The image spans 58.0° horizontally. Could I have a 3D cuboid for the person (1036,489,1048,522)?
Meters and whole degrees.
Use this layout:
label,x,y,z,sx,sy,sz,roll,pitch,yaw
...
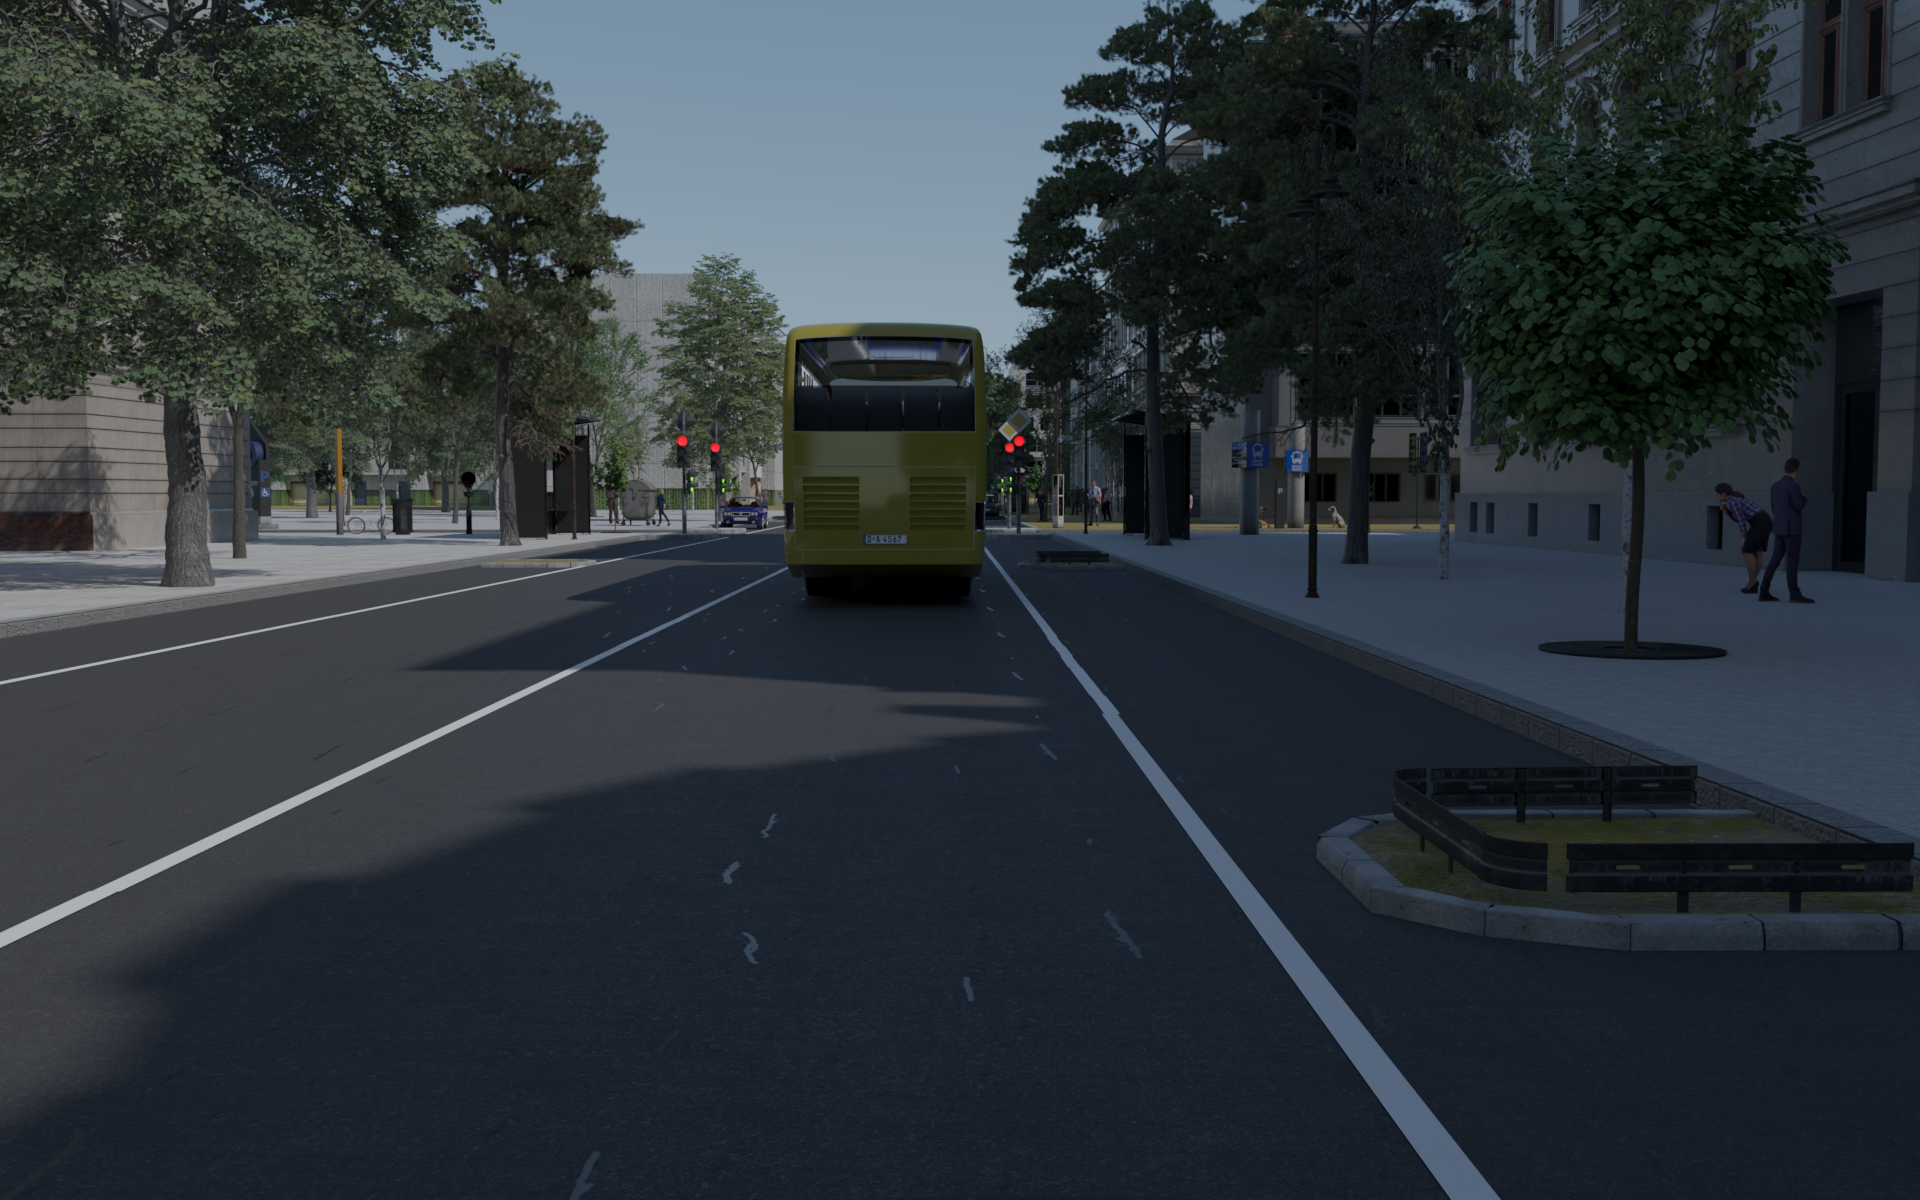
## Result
label,x,y,z,sx,sy,sz,roll,pitch,yaw
person,3.724,-4.283,78.617,0.480,1.512,0.613,3,4,36

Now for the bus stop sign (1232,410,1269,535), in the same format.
label,x,y,z,sx,sy,sz,roll,pitch,yaw
bus stop sign,9.125,-4.005,54.491,0.837,3.901,0.837,-2,4,-25

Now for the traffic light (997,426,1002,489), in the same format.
label,x,y,z,sx,sy,sz,roll,pitch,yaw
traffic light,1.803,-4.568,63.939,0.839,4.213,0.868,0,4,-1

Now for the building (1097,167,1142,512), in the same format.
label,x,y,z,sx,sy,sz,roll,pitch,yaw
building,17.276,-20.149,126.695,12.463,27.353,25.104,0,4,-1

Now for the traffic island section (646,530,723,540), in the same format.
label,x,y,z,sx,sy,sz,roll,pitch,yaw
traffic island section,-8.921,-2.060,55.968,2.009,0.180,2.903,0,4,-1

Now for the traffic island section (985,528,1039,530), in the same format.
label,x,y,z,sx,sy,sz,roll,pitch,yaw
traffic island section,1.843,-2.555,64.052,2.009,0.180,2.903,0,4,-1

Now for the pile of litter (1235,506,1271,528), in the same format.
label,x,y,z,sx,sy,sz,roll,pitch,yaw
pile of litter,11.154,-3.136,65.237,1.176,0.858,1.719,-2,4,-33

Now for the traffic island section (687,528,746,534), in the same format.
label,x,y,z,sx,sy,sz,roll,pitch,yaw
traffic island section,-8.998,-2.549,63.953,2.009,0.180,2.903,0,4,-1

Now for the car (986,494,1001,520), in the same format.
label,x,y,z,sx,sy,sz,roll,pitch,yaw
car,1.326,-5.404,98.147,2.009,1.686,4.222,0,4,-1

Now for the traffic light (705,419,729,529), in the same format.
label,x,y,z,sx,sy,sz,roll,pitch,yaw
traffic light,-8.958,-4.561,63.820,0.839,4.213,0.868,0,4,-1

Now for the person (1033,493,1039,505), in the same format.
label,x,y,z,sx,sy,sz,roll,pitch,yaw
person,9.274,-12.487,210.652,0.683,1.767,0.568,-1,4,-12

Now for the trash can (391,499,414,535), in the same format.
label,x,y,z,sx,sy,sz,roll,pitch,yaw
trash can,-17.545,-2.621,54.511,0.748,1.137,0.748,0,3,0

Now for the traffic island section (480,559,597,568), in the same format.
label,x,y,z,sx,sy,sz,roll,pitch,yaw
traffic island section,-8.384,-0.727,34.746,1.991,0.108,1.994,0,4,-1

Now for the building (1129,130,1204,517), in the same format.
label,x,y,z,sx,sy,sz,roll,pitch,yaw
building,16.271,-16.831,104.059,11.050,23.489,19.941,0,4,-1

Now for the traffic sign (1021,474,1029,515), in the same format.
label,x,y,z,sx,sy,sz,roll,pitch,yaw
traffic sign,4.176,-6.538,106.994,0.768,2.556,0.104,0,4,7

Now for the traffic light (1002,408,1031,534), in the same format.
label,x,y,z,sx,sy,sz,roll,pitch,yaw
traffic light,1.879,-4.080,55.954,0.839,4.213,0.868,0,4,-1

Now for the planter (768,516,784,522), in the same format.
label,x,y,z,sx,sy,sz,roll,pitch,yaw
planter,-8.914,-4.172,89.356,1.991,0.319,1.994,0,4,-1

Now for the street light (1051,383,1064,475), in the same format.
label,x,y,z,sx,sy,sz,roll,pitch,yaw
street light,3.903,-5.935,69.817,0.468,5.910,1.993,0,4,-1

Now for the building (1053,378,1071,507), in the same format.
label,x,y,z,sx,sy,sz,roll,pitch,yaw
building,24.085,-21.246,191.346,27.936,21.610,32.646,0,4,-1

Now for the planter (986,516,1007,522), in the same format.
label,x,y,z,sx,sy,sz,roll,pitch,yaw
planter,1.605,-4.147,88.948,1.991,0.319,1.994,0,4,-1

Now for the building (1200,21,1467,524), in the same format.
label,x,y,z,sx,sy,sz,roll,pitch,yaw
building,26.908,-15.859,78.355,30.058,24.678,14.314,0,4,-1

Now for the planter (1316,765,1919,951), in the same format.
label,x,y,z,sx,sy,sz,roll,pitch,yaw
planter,2.395,0.900,6.419,1.991,0.319,1.994,0,4,-1

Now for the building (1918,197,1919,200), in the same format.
label,x,y,z,sx,sy,sz,roll,pitch,yaw
building,18.498,-10.834,13.292,11.583,22.565,21.152,0,4,-1

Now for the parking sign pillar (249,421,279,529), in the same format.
label,x,y,z,sx,sy,sz,roll,pitch,yaw
parking sign pillar,-25.904,-4.608,63.814,1.447,3.967,1.447,3,5,43

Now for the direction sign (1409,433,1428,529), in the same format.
label,x,y,z,sx,sy,sz,roll,pitch,yaw
direction sign,16.935,-4.409,64.084,0.379,3.537,0.876,-2,4,-33

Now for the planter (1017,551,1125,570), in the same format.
label,x,y,z,sx,sy,sz,roll,pitch,yaw
planter,2.125,-0.768,33.694,1.991,0.319,1.994,0,4,-1

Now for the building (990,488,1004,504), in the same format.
label,x,y,z,sx,sy,sz,roll,pitch,yaw
building,-6.985,-17.940,235.464,28.070,9.664,9.099,0,4,-1

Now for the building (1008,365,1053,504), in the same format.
label,x,y,z,sx,sy,sz,roll,pitch,yaw
building,22.746,-22.855,240.142,31.486,18.905,16.747,0,4,-1

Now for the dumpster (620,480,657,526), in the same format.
label,x,y,z,sx,sy,sz,roll,pitch,yaw
dumpster,-13.075,-3.952,70.379,1.264,1.857,1.865,0,4,-1

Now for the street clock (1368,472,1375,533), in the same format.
label,x,y,z,sx,sy,sz,roll,pitch,yaw
street clock,13.251,-3.172,56.429,0.471,2.002,0.358,-2,4,-27

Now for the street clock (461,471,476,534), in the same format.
label,x,y,z,sx,sy,sz,roll,pitch,yaw
street clock,-15.636,-3.092,55.119,0.471,2.002,0.358,-1,4,-17

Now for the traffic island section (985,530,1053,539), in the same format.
label,x,y,z,sx,sy,sz,roll,pitch,yaw
traffic island section,1.919,-2.066,56.067,2.009,0.180,2.903,0,4,-1

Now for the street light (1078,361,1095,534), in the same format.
label,x,y,z,sx,sy,sz,roll,pitch,yaw
street light,4.048,-5.062,55.556,0.468,5.910,1.993,0,4,-1

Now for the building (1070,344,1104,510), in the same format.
label,x,y,z,sx,sy,sz,roll,pitch,yaw
building,19.645,-17.870,158.636,16.747,18.905,31.486,0,4,-1

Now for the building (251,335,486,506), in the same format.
label,x,y,z,sx,sy,sz,roll,pitch,yaw
building,-67.698,-20.274,197.936,31.486,18.905,16.747,0,4,-1

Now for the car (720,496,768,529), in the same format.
label,x,y,z,sx,sy,sz,roll,pitch,yaw
car,-8.931,-3.621,71.785,1.945,1.354,3.894,0,4,-2

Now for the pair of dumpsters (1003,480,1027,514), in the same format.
label,x,y,z,sx,sy,sz,roll,pitch,yaw
pair of dumpsters,3.654,-6.788,113.476,1.574,2.255,4.436,0,4,0

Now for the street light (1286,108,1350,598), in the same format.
label,x,y,z,sx,sy,sz,roll,pitch,yaw
street light,4.367,-2.966,21.288,0.468,5.910,1.993,0,4,-1

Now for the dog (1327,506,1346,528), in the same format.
label,x,y,z,sx,sy,sz,roll,pitch,yaw
dog,14.256,-3.095,64.986,0.513,0.831,0.800,-3,5,-40

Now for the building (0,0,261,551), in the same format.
label,x,y,z,sx,sy,sz,roll,pitch,yaw
building,-28.626,-10.912,43.044,19.286,19.102,10.561,0,4,-1

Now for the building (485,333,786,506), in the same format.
label,x,y,z,sx,sy,sz,roll,pitch,yaw
building,-36.217,-20.315,198.615,31.486,18.905,16.747,0,4,-1

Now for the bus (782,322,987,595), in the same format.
label,x,y,z,sx,sy,sz,roll,pitch,yaw
bus,-1.097,-2.194,27.423,2.896,3.916,12.252,0,4,-2

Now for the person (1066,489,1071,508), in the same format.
label,x,y,z,sx,sy,sz,roll,pitch,yaw
person,10.237,-9.630,163.580,1.350,1.814,0.705,-1,4,-21

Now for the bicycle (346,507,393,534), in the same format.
label,x,y,z,sx,sy,sz,roll,pitch,yaw
bicycle,-18.947,-2.594,55.635,1.543,0.972,0.635,-1,4,-19

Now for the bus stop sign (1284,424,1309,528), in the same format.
label,x,y,z,sx,sy,sz,roll,pitch,yaw
bus stop sign,12.597,-4.642,64.906,0.837,3.901,0.837,0,4,6

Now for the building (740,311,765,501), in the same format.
label,x,y,z,sx,sy,sz,roll,pitch,yaw
building,-28.234,-19.563,176.274,16.016,20.091,11.380,0,4,-1

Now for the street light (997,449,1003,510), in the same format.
label,x,y,z,sx,sy,sz,roll,pitch,yaw
street light,3.184,-10.102,137.951,0.468,5.910,1.993,0,4,-1

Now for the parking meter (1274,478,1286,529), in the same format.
label,x,y,z,sx,sy,sz,roll,pitch,yaw
parking meter,11.836,-3.567,64.031,0.399,1.863,0.255,0,4,2

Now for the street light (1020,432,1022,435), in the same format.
label,x,y,z,sx,sy,sz,roll,pitch,yaw
street light,3.494,-7.995,103.502,0.468,5.910,1.993,0,4,-1

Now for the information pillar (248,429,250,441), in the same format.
label,x,y,z,sx,sy,sz,roll,pitch,yaw
information pillar,-27.136,-4.651,65.417,0.750,3.857,0.750,0,4,-1

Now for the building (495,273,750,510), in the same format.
label,x,y,z,sx,sy,sz,roll,pitch,yaw
building,-28.935,-17.633,154.755,16.747,18.905,31.486,0,4,-1

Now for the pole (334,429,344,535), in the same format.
label,x,y,z,sx,sy,sz,roll,pitch,yaw
pole,-19.397,-3.685,54.091,0.158,3.312,0.155,0,3,0

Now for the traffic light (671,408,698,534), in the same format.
label,x,y,z,sx,sy,sz,roll,pitch,yaw
traffic light,-8.881,-4.073,55.835,0.839,4.213,0.868,0,4,-1

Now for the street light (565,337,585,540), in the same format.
label,x,y,z,sx,sy,sz,roll,pitch,yaw
street light,-10.897,-4.648,48.783,0.468,5.910,1.993,0,4,-1

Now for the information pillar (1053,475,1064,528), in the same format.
label,x,y,z,sx,sy,sz,roll,pitch,yaw
information pillar,3.692,-3.708,65.119,0.304,2.012,0.304,-3,5,-39

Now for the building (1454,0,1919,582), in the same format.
label,x,y,z,sx,sy,sz,roll,pitch,yaw
building,19.832,-15.171,35.436,14.401,28.519,23.554,0,4,-1

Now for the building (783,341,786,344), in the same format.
label,x,y,z,sx,sy,sz,roll,pitch,yaw
building,-37.505,-24.489,244.363,32.646,21.610,27.936,0,4,-1
